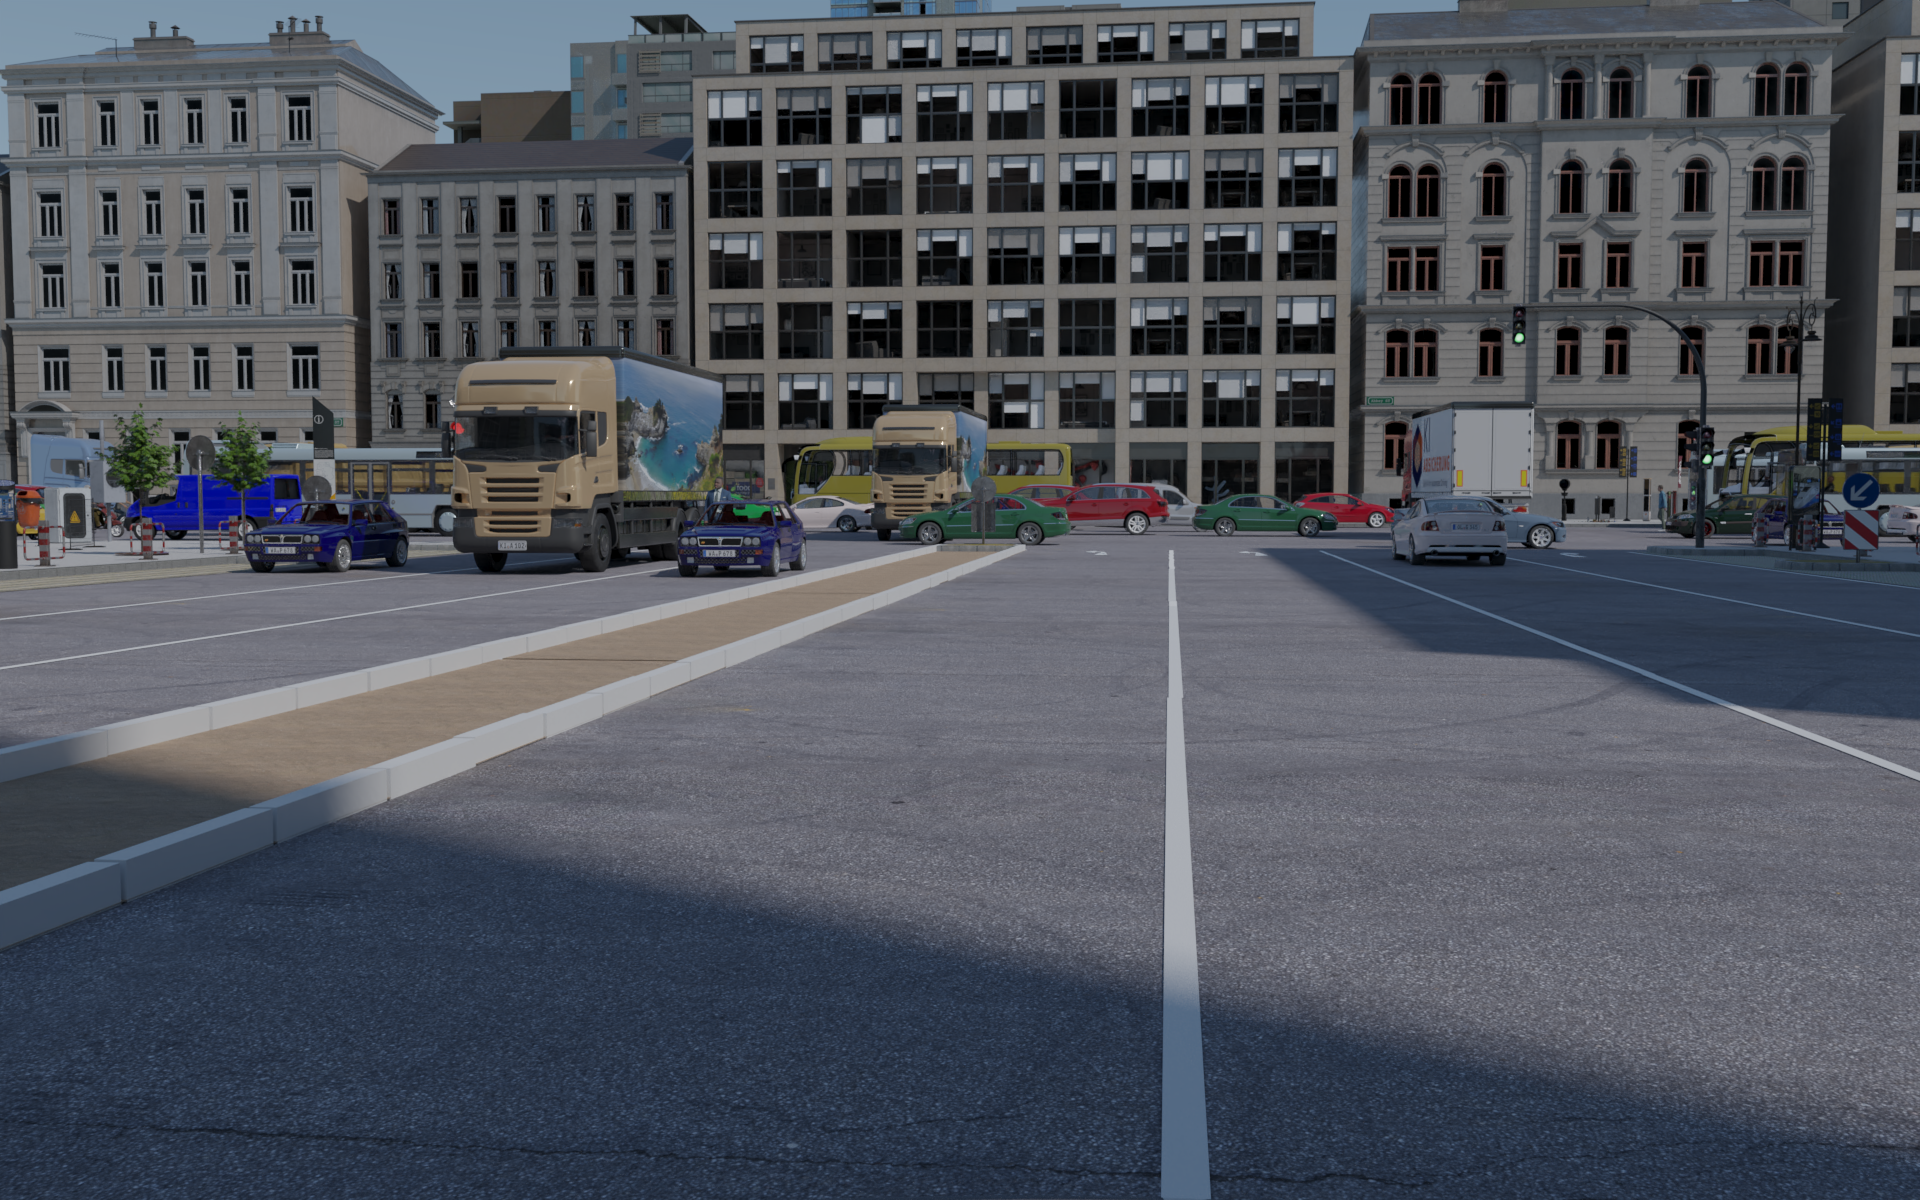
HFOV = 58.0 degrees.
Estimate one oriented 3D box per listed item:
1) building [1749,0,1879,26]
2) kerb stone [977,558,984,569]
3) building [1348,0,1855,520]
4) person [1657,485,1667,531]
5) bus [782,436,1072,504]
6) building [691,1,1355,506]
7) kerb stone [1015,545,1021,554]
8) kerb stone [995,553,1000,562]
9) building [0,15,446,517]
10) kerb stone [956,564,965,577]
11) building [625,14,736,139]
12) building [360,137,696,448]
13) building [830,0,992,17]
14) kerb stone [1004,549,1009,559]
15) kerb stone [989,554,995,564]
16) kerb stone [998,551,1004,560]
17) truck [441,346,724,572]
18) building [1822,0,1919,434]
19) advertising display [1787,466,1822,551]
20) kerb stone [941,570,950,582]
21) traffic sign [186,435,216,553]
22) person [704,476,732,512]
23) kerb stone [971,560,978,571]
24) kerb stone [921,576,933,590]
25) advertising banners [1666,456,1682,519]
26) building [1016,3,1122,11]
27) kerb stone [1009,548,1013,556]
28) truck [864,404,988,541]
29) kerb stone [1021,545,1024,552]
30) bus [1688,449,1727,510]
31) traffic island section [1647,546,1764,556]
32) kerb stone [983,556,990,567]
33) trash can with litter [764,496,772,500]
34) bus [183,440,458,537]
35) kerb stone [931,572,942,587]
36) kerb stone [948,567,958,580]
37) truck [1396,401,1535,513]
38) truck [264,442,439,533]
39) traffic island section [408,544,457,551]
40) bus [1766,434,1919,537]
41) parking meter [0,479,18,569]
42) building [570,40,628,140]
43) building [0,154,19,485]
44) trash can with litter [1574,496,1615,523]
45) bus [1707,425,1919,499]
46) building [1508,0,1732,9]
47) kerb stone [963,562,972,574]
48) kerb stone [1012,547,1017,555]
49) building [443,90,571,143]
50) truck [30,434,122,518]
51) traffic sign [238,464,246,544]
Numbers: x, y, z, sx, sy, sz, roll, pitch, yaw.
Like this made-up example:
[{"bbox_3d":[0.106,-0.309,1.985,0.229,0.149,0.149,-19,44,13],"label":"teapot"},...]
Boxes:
[{"bbox_3d":[88.175,-44.738,169.721,20.611,71.187,20.563,0,4,7],"label":"building"},{"bbox_3d":[0.296,-0.671,33.185,0.120,0.150,1.000,0,4,7],"label":"kerb stone"},{"bbox_3d":[32.263,-18.643,92.200,23.554,28.519,14.401,0,4,7],"label":"building"},{"bbox_3d":[27.035,-3.532,66.591,0.444,1.785,0.601,2,4,28],"label":"person"},{"bbox_3d":[-1.340,-5.065,74.364,12.252,3.916,2.896,0,4,6],"label":"bus"},{"bbox_3d":[4.013,-18.010,98.978,34.151,26.468,19.350,0,4,7],"label":"building"},{"bbox_3d":[1.283,-1.173,41.367,0.120,0.150,1.000,0,4,7],"label":"kerb stone"},{"bbox_3d":[0.667,-0.860,36.250,0.120,0.150,1.000,0,4,7],"label":"kerb stone"},{"bbox_3d":[-42.141,-19.249,100.621,20.117,28.700,13.634,0,4,7],"label":"building"},{"bbox_3d":[-0.078,-0.484,30.104,0.120,0.150,1.000,0,4,7],"label":"kerb stone"},{"bbox_3d":[-20.063,-28.561,150.561,14.154,41.232,14.086,0,4,7],"label":"building"},{"bbox_3d":[-22.616,-15.174,97.250,18.267,20.994,9.793,0,4,7],"label":"building"},{"bbox_3d":[-6.724,-57.955,260.232,31.000,86.520,22.319,0,4,7],"label":"building"},{"bbox_3d":[0.918,-0.984,38.291,0.120,0.150,1.000,0,4,7],"label":"kerb stone"},{"bbox_3d":[0.548,-0.795,35.229,0.120,0.150,1.000,0,4,7],"label":"kerb stone"},{"bbox_3d":[0.793,-0.920,37.269,0.120,0.150,1.000,0,4,7],"label":"kerb stone"},{"bbox_3d":[-7.327,-2.829,35.169,2.839,4.237,11.283,0,4,6],"label":"truck"},{"bbox_3d":[62.543,-17.540,91.301,34.151,26.468,19.350,0,4,7],"label":"building"},{"bbox_3d":[19.214,-2.093,39.428,0.974,1.923,0.123,-2,4,-27],"label":"advertising display"},{"bbox_3d":[-0.333,-0.353,28.053,0.120,0.150,1.000,0,4,7],"label":"kerb stone"},{"bbox_3d":[-16.411,-2.282,37.419,0.768,2.556,0.104,1,4,16],"label":"traffic sign"},{"bbox_3d":[-5.144,-1.705,36.563,0.721,1.800,0.419,0,4,-3],"label":"person"},{"bbox_3d":[0.178,-0.609,32.158,0.120,0.150,1.000,0,4,7],"label":"kerb stone"},{"bbox_3d":[-0.575,-0.233,26.005,0.120,0.150,1.000,0,4,7],"label":"kerb stone"},{"bbox_3d":[32.382,-5.034,78.486,0.090,3.025,2.074,3,5,39],"label":"advertising banners"},{"bbox_3d":[19.242,-50.060,256.730,20.611,71.187,20.563,0,4,7],"label":"building"},{"bbox_3d":[1.044,-1.047,39.320,0.120,0.150,1.000,0,4,7],"label":"kerb stone"},{"bbox_3d":[-0.932,-4.134,56.505,2.839,4.237,11.283,0,4,7],"label":"truck"},{"bbox_3d":[1.409,-1.236,42.402,0.120,0.150,1.000,0,4,7],"label":"kerb stone"},{"bbox_3d":[37.154,-4.662,71.088,13.247,3.499,2.948,0,4,6],"label":"bus"},{"bbox_3d":[17.673,-1.167,41.358,2.009,0.180,2.903,0,4,7],"label":"traffic island section"},{"bbox_3d":[0.422,-0.735,34.207,0.120,0.150,1.000,0,4,7],"label":"kerb stone"},{"bbox_3d":[-10.150,-4.753,89.093,1.055,1.170,0.624,2,4,28],"label":"trash can with litter"},{"bbox_3d":[-19.723,-3.945,59.357,13.247,3.499,2.948,0,4,8],"label":"bus"},{"bbox_3d":[-0.444,-0.292,27.027,0.120,0.150,1.000,0,4,7],"label":"kerb stone"},{"bbox_3d":[-0.188,-0.421,29.075,0.120,0.150,1.000,0,4,7],"label":"kerb stone"},{"bbox_3d":[16.664,-4.217,57.862,2.839,4.237,11.283,0,4,6],"label":"truck"},{"bbox_3d":[-22.582,-4.238,65.218,9.791,3.379,3.469,0,4,8],"label":"truck"},{"bbox_3d":[-12.896,-1.393,45.051,2.009,0.180,2.903,0,4,7],"label":"traffic island section"},{"bbox_3d":[33.788,-3.881,58.307,13.247,3.499,2.948,0,4,6],"label":"bus"},{"bbox_3d":[-16.381,-1.301,29.686,0.372,1.533,0.369,0,3,0],"label":"parking meter"},{"bbox_3d":[-25.103,-34.474,183.255,30.456,49.044,23.786,0,4,7],"label":"building"},{"bbox_3d":[-61.454,-15.452,101.783,18.267,20.994,9.793,0,4,7],"label":"building"},{"bbox_3d":[28.910,-4.131,78.604,1.678,1.210,2.233,1,4,8],"label":"trash can with litter"},{"bbox_3d":[33.593,-4.317,62.131,12.252,3.916,2.896,0,4,7],"label":"bus"},{"bbox_3d":[56.679,-32.808,160.120,21.300,48.544,21.600,0,4,7],"label":"building"},{"bbox_3d":[0.052,-0.547,31.135,0.120,0.150,1.000,0,4,7],"label":"kerb stone"},{"bbox_3d":[1.157,-1.105,40.342,0.120,0.150,1.000,0,4,7],"label":"kerb stone"},{"bbox_3d":[-46.785,-33.023,190.041,14.200,45.320,14.600,0,4,7],"label":"building"},{"bbox_3d":[-47.307,-5.488,79.481,18.799,4.110,2.967,0,4,6],"label":"truck"},{"bbox_3d":[-17.847,-2.630,43.111,0.768,2.556,0.104,1,4,11],"label":"traffic sign"}]
